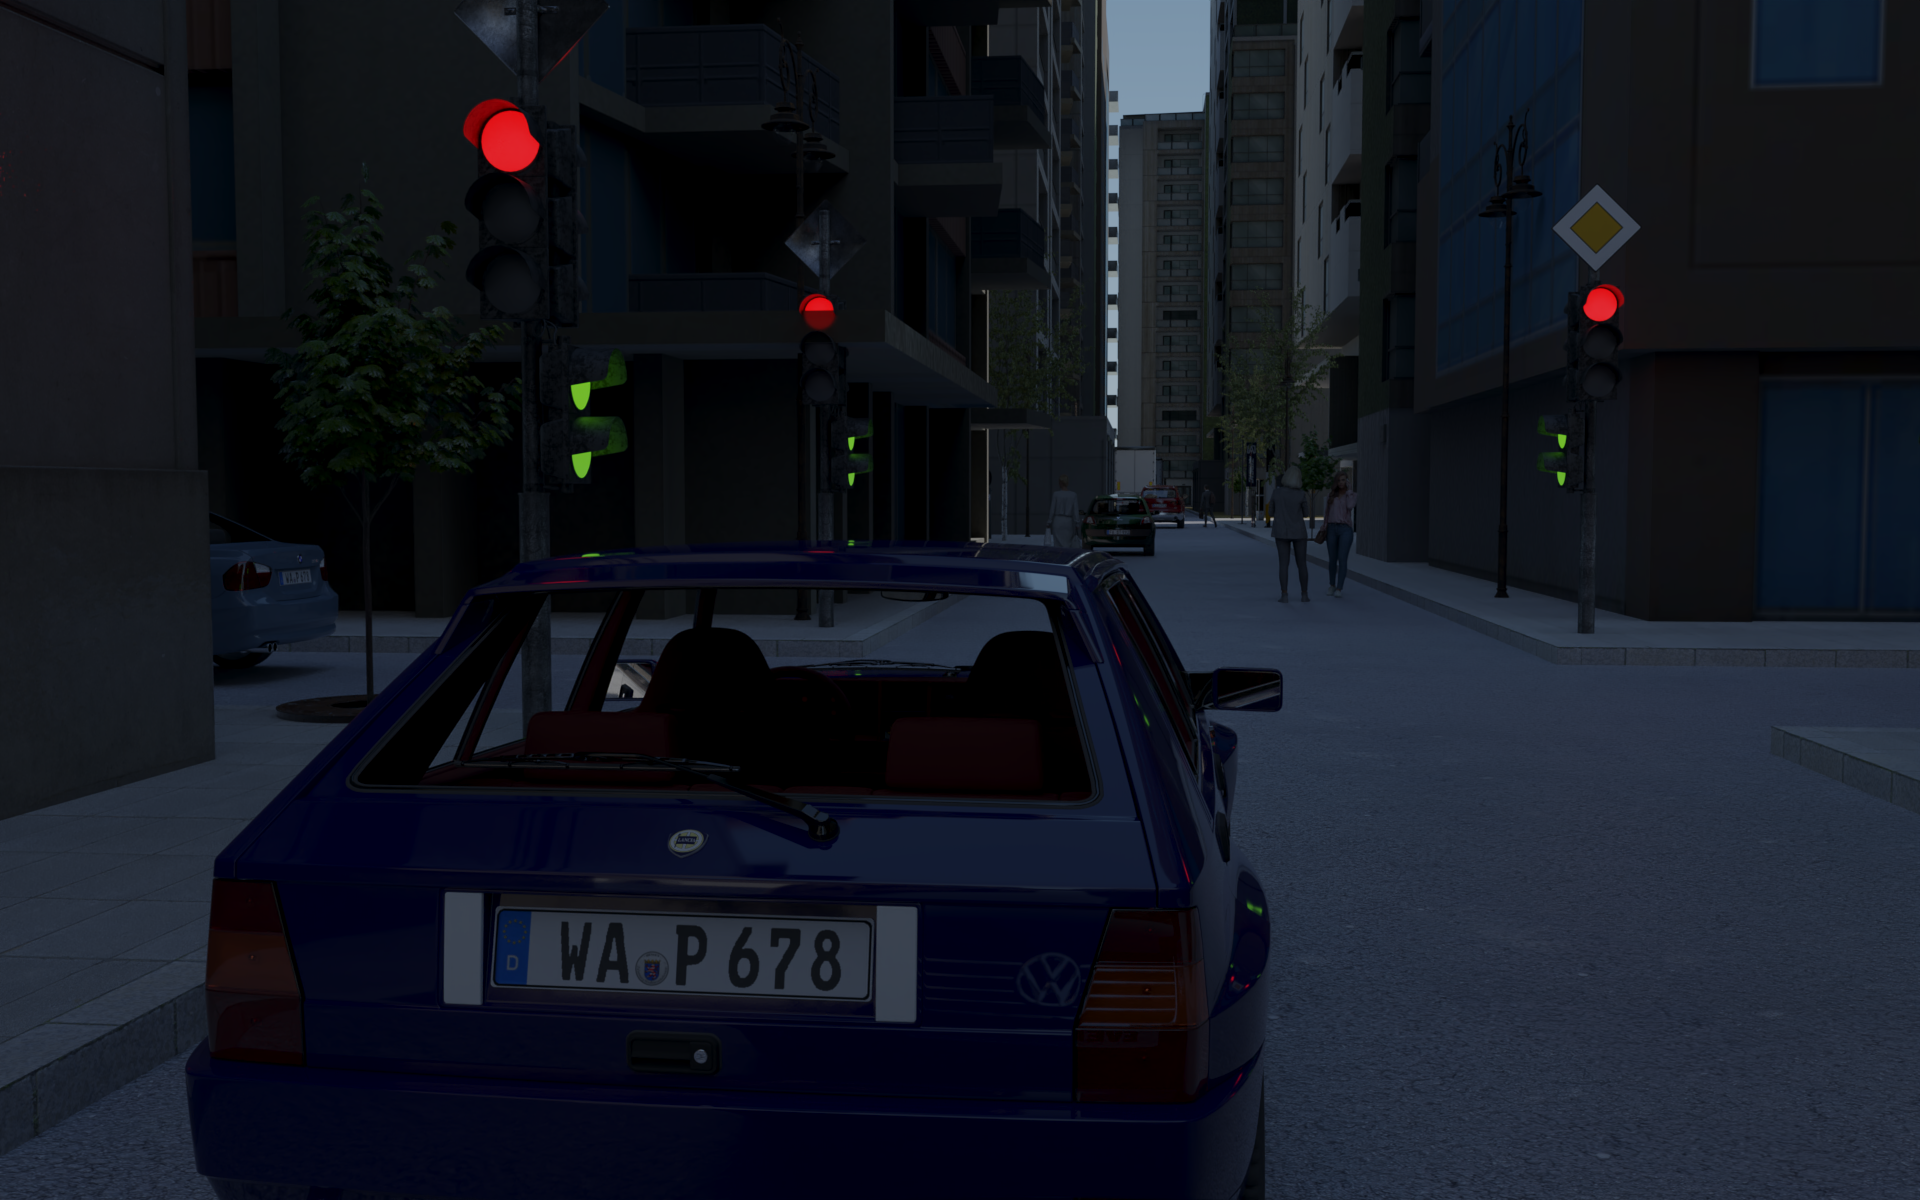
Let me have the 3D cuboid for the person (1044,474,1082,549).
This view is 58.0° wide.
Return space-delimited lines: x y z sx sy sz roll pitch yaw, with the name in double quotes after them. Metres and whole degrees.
1.799 -1.327 30.551 0.694 1.780 0.624 1 4 10 "person"

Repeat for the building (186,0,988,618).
-9.809 -22.986 30.440 22.147 44.769 28.867 0 4 6 "building"

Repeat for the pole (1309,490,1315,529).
13.061 -4.300 64.142 0.158 3.312 0.155 0 3 0 "pole"

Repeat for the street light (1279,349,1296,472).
10.476 -5.062 55.552 0.468 5.910 1.993 0 4 6 "street light"

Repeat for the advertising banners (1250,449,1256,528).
11.328 -4.331 66.992 0.090 3.025 2.074 0 4 4 "advertising banners"

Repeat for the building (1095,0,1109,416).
6.455 -31.207 160.341 14.200 45.320 14.600 0 4 6 "building"

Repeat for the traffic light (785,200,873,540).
-1.272 -1.692 16.582 0.839 4.253 0.868 0 4 6 "traffic light"

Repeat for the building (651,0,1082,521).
-3.929 -27.632 106.404 22.147 44.769 28.867 0 4 6 "building"

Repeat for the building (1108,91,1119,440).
1.733 -34.680 186.625 30.456 49.044 23.786 0 4 6 "building"

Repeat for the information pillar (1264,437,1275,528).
11.831 -4.570 66.067 0.183 3.616 0.504 3 5 44 "information pillar"

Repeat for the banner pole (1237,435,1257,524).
12.221 -5.111 73.581 0.863 3.779 0.401 2 4 31 "banner pole"

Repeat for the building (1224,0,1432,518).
23.936 -20.692 110.011 14.160 30.474 14.107 0 4 6 "building"

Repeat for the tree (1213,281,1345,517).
10.929 -6.670 59.419 4.737 8.622 4.395 0 3 0 "tree"

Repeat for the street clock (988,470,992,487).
0.775 -2.941 52.657 0.358 2.002 0.471 2 4 25 "street clock"

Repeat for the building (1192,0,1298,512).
27.745 -42.051 125.788 20.563 71.187 20.611 0 4 6 "building"

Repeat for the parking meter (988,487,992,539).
0.715 -2.514 49.510 0.372 1.533 0.369 0 3 0 "parking meter"

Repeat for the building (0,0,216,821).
-18.523 -10.317 1.974 30.059 22.955 16.112 0 4 6 "building"

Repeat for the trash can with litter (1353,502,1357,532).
13.072 -2.820 57.495 1.055 1.170 0.624 -1 4 -9 "trash can with litter"

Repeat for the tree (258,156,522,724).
-3.451 -0.939 9.957 1.663 3.219 1.824 0 3 0 "tree"

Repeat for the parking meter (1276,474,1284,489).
9.307 -2.713 50.061 0.255 1.863 0.399 -1 4 -14 "parking meter"

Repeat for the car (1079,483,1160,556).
3.800 -1.943 41.556 2.009 1.686 4.222 0 4 5 "car"

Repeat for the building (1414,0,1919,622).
14.290 -22.736 21.844 14.200 45.320 14.600 0 4 6 "building"

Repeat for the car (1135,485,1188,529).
8.543 -3.978 73.712 2.281 1.827 5.304 0 4 8 "car"

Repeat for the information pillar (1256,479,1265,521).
14.558 -4.862 83.982 0.304 2.012 0.304 -1 4 -16 "information pillar"

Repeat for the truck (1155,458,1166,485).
14.984 -9.146 138.445 2.839 4.237 11.283 0 4 8 "truck"

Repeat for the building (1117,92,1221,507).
23.398 -30.362 180.013 14.086 41.232 14.154 0 4 6 "building"

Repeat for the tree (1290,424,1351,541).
9.664 -3.241 47.586 1.663 3.219 1.824 0 3 0 "tree"

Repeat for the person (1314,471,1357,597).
5.286 -0.926 24.235 0.593 1.750 0.643 2 4 30 "person"

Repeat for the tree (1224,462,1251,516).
16.746 -6.662 103.530 1.663 3.219 1.824 0 3 0 "tree"

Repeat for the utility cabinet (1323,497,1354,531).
11.589 -2.561 53.038 1.020 1.237 0.306 -2 4 -33 "utility cabinet"

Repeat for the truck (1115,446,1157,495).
10.857 -7.264 107.681 2.839 4.237 11.283 0 4 6 "truck"

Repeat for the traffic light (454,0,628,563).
-2.120 -1.206 8.642 0.839 4.253 0.868 0 4 6 "traffic light"

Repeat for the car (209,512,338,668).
-7.283 -0.102 13.669 4.499 1.417 2.014 0 4 5 "car"

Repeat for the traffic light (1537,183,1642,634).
5.751 -1.647 15.851 0.839 4.253 0.868 0 4 6 "traffic light"

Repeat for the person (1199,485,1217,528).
10.654 -4.029 74.334 0.622 1.834 0.822 -1 4 -23 "person"

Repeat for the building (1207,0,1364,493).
35.445 -34.277 149.675 28.713 52.752 27.495 0 4 6 "building"

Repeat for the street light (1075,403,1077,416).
5.755 -6.934 86.156 0.468 5.910 1.993 0 4 6 "street light"

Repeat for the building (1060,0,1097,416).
2.831 -27.174 127.895 14.154 41.232 14.086 0 4 6 "building"

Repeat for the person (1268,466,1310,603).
4.371 -0.876 23.013 0.537 1.800 0.526 2 4 24 "person"

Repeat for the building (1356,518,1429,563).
15.715 -16.265 37.642 14.160 30.474 14.107 0 4 6 "building"

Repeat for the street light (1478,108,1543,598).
6.715 -2.966 21.288 0.468 5.910 1.993 0 4 6 "street light"

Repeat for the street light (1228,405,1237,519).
14.142 -7.159 89.841 0.468 5.910 1.993 0 4 6 "street light"

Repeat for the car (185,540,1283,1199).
-0.157 0.504 4.333 1.945 1.354 3.894 0 4 8 "car"

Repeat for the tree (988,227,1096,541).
1.460 -5.932 47.347 4.737 8.622 4.395 0 3 0 "tree"

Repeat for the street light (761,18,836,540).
-1.606 -2.733 17.480 0.468 5.910 1.993 0 4 6 "street light"

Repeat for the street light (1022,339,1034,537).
2.022 -4.823 51.648 0.468 5.910 1.993 0 4 6 "street light"

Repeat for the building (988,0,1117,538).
-4.459 -38.240 63.484 20.563 71.187 20.611 0 4 6 "building"
